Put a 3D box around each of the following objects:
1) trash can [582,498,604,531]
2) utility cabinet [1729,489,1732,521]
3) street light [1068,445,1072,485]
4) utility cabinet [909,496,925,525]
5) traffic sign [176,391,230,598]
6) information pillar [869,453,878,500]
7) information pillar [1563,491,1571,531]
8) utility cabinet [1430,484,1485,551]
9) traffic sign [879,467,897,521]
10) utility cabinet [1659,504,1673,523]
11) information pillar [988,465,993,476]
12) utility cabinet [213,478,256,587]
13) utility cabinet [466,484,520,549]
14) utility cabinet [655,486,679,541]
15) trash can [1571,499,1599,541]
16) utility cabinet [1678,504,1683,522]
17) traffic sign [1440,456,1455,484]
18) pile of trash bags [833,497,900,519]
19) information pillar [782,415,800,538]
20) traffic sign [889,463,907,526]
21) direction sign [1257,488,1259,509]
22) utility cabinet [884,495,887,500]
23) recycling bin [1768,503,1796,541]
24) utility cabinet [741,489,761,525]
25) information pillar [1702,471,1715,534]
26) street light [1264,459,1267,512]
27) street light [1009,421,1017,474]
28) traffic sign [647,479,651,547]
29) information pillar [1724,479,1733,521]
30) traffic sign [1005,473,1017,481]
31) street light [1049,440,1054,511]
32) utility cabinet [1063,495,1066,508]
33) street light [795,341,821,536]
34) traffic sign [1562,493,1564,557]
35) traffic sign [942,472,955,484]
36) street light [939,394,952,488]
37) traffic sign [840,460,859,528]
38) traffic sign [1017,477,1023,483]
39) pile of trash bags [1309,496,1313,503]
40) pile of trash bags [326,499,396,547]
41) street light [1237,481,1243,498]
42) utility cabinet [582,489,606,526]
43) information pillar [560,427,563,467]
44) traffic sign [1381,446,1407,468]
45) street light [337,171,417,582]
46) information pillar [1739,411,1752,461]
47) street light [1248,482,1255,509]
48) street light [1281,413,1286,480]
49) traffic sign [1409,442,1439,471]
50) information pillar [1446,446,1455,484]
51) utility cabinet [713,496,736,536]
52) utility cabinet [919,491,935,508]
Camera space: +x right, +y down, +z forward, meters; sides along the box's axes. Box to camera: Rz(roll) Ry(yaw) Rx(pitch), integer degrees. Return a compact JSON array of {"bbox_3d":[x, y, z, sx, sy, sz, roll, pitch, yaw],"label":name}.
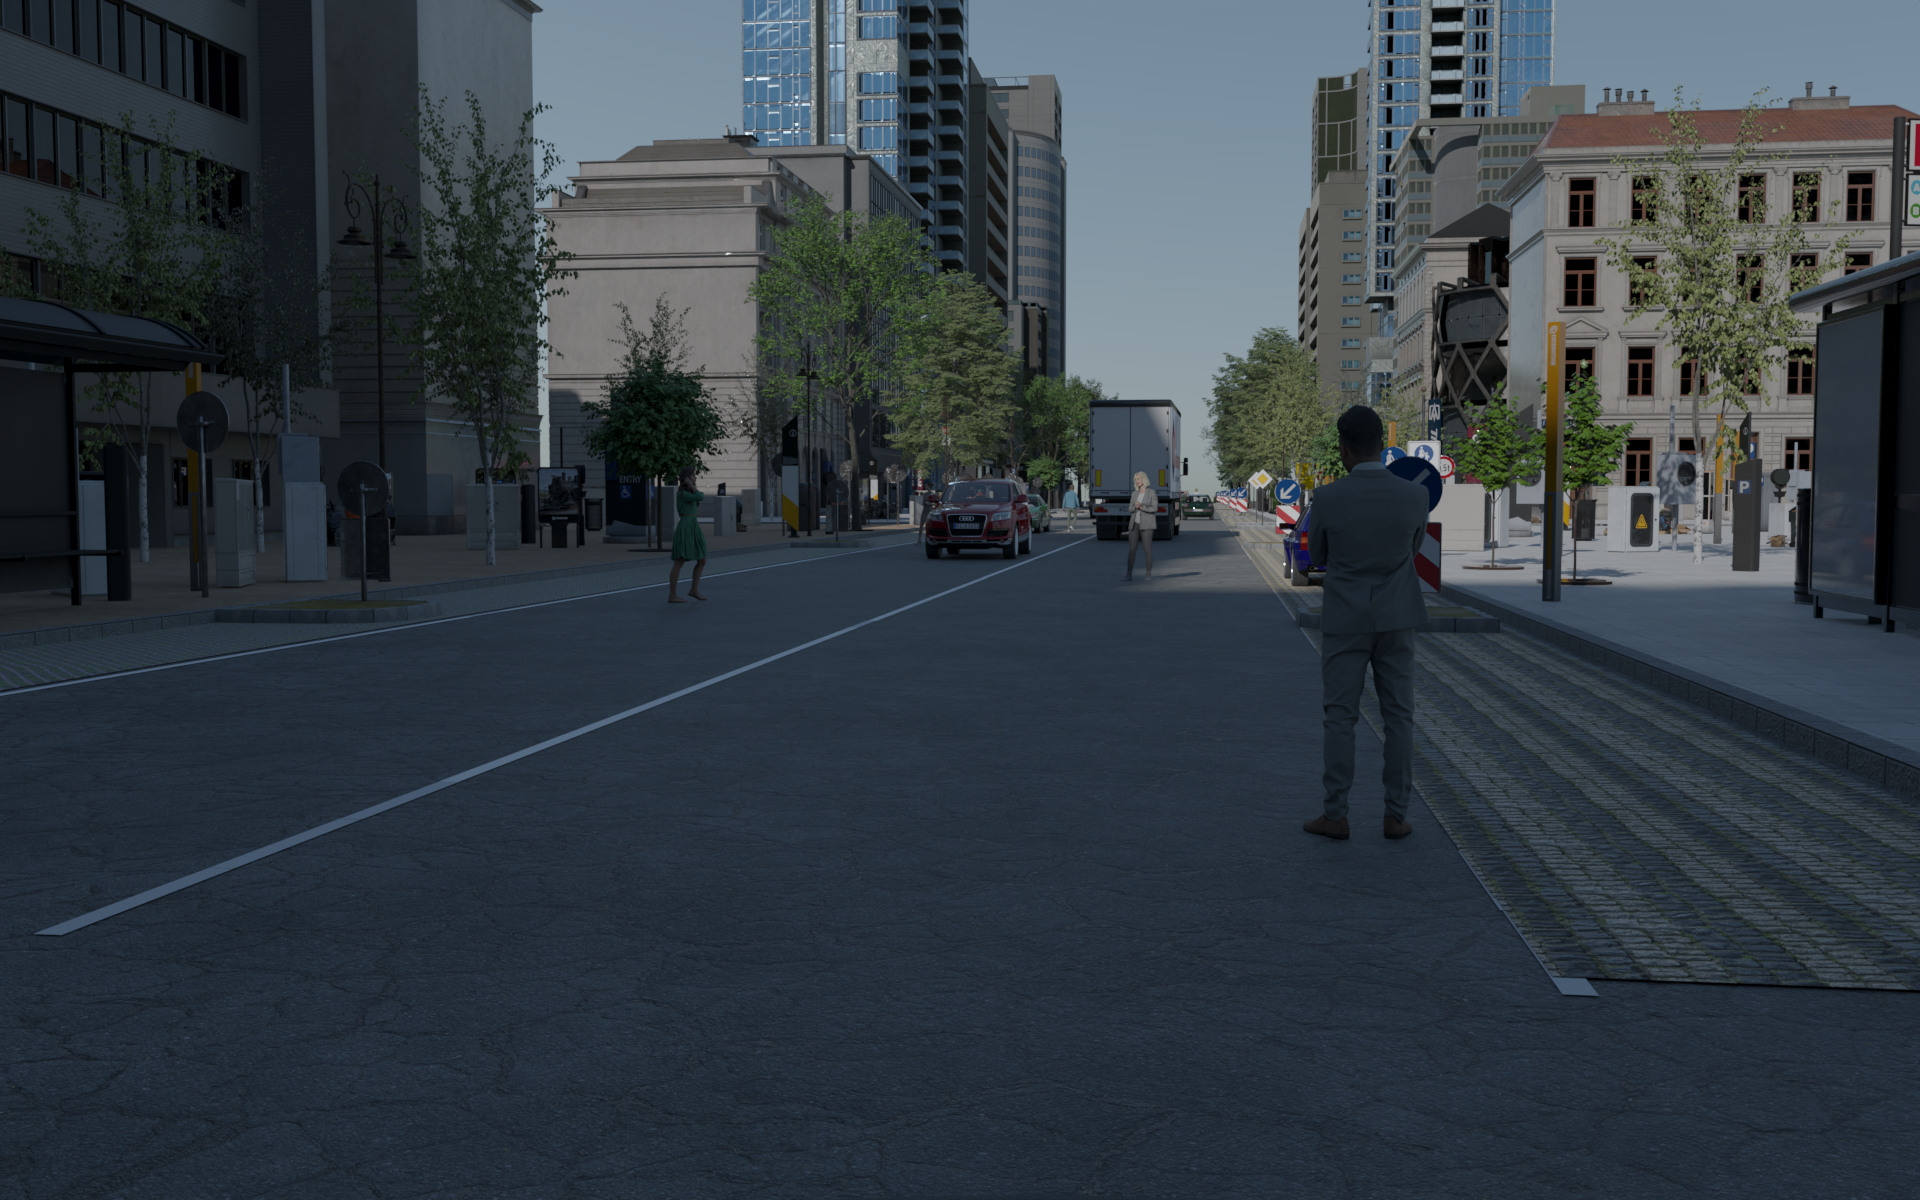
[{"bbox_3d":[-12.709,-2.962,60.090,0.748,1.137,0.748,0,3,0],"label":"trash can"},{"bbox_3d":[36.521,-4.444,81.339,0.318,1.500,1.173,3,5,43],"label":"utility cabinet"},{"bbox_3d":[9.970,-11.188,155.716,0.468,5.910,1.993,0,4,8],"label":"street light"},{"bbox_3d":[-1.664,-3.735,72.234,0.306,1.237,1.020,3,4,39],"label":"utility cabinet"},{"bbox_3d":[-9.368,-1.303,21.416,0.768,2.556,0.104,1,4,16],"label":"traffic sign"},{"bbox_3d":[-4.997,-6.634,99.819,0.504,3.616,0.183,0,4,5],"label":"information pillar"},{"bbox_3d":[21.141,-4.235,60.594,0.183,3.616,0.504,-2,4,-33],"label":"information pillar"},{"bbox_3d":[11.162,-1.848,38.891,1.173,1.500,0.318,1,4,18],"label":"utility cabinet"},{"bbox_3d":[-3.420,-5.011,81.936,0.884,2.594,0.081,1,4,11],"label":"traffic sign"},{"bbox_3d":[30.666,-4.058,75.035,0.318,1.500,1.173,3,5,44],"label":"utility cabinet"},{"bbox_3d":[2.318,-8.765,134.655,0.504,3.616,0.183,3,4,38],"label":"information pillar"},{"bbox_3d":[-10.062,-0.941,24.072,0.318,1.500,1.173,-1,4,-12],"label":"utility cabinet"},{"bbox_3d":[-10.739,-1.904,39.810,1.173,1.500,0.318,-1,4,-17],"label":"utility cabinet"},{"bbox_3d":[-8.193,-2.327,46.719,1.173,1.500,0.318,1,4,15],"label":"utility cabinet"},{"bbox_3d":[17.016,-2.178,47.260,0.748,1.137,0.748,0,3,0],"label":"trash can"},{"bbox_3d":[33.288,-4.272,81.010,1.020,1.237,0.306,-1,4,-10],"label":"utility cabinet"},{"bbox_3d":[16.057,-3.516,57.593,0.768,2.556,0.104,1,4,17],"label":"traffic sign"},{"bbox_3d":[-4.860,-4.765,87.664,3.447,1.369,1.912,-1,4,-23],"label":"pile of trash bags"},{"bbox_3d":[-4.972,-3.641,50.877,0.504,3.616,0.183,0,4,-6],"label":"information pillar"},{"bbox_3d":[-2.519,-4.294,70.315,0.768,2.556,0.104,1,4,11],"label":"traffic sign"},{"bbox_3d":[24.832,-9.310,144.210,0.876,3.537,0.379,-3,5,-41],"label":"direction sign"},{"bbox_3d":[-4.945,-6.409,115.947,0.306,1.237,1.020,0,4,-1],"label":"utility cabinet"},{"bbox_3d":[22.883,-2.160,47.869,0.722,1.027,0.722,-1,4,-13],"label":"recycling bin"},{"bbox_3d":[-8.503,-3.772,70.359,0.318,1.500,1.173,-2,4,-34],"label":"utility cabinet"},{"bbox_3d":[24.072,-3.139,55.808,0.304,2.012,0.304,-3,5,-43],"label":"information pillar"},{"bbox_3d":[21.930,-9.258,124.150,0.468,5.910,1.993,0,4,8],"label":"street light"},{"bbox_3d":[3.235,-8.250,107.682,0.468,5.910,1.993,0,4,8],"label":"street light"},{"bbox_3d":[-7.470,-2.538,41.602,0.768,2.556,0.104,1,4,17],"label":"traffic sign"},{"bbox_3d":[37.208,-4.849,83.777,0.304,2.012,0.304,-1,4,-14],"label":"information pillar"},{"bbox_3d":[3.075,-6.455,105.640,0.768,2.556,0.104,1,4,14],"label":"traffic sign"},{"bbox_3d":[7.042,-9.887,134.447,0.468,5.910,1.993,0,4,8],"label":"street light"},{"bbox_3d":[8.903,-8.755,154.305,1.020,1.237,0.306,0,4,-3],"label":"utility cabinet"},{"bbox_3d":[-4.588,-4.879,52.563,0.468,5.910,1.993,0,4,8],"label":"street light"},{"bbox_3d":[12.331,-2.164,35.484,0.768,2.556,0.104,1,4,15],"label":"traffic sign"},{"bbox_3d":[-0.659,-6.014,98.436,0.768,2.556,0.104,1,4,12],"label":"traffic sign"},{"bbox_3d":[-0.637,-6.565,80.119,0.468,5.910,1.993,0,4,8],"label":"street light"},{"bbox_3d":[-4.177,-3.986,65.278,0.768,2.556,0.104,1,4,13],"label":"traffic sign"},{"bbox_3d":[4.337,-7.895,129.186,0.768,2.556,0.104,1,4,12],"label":"traffic sign"},{"bbox_3d":[28.389,-7.893,138.805,1.912,1.369,3.447,2,4,33],"label":"pile of trash bags"},{"bbox_3d":[-14.903,-2.016,42.717,1.912,1.369,3.447,-1,4,-18],"label":"pile of trash bags"},{"bbox_3d":[36.480,-15.566,227.293,0.468,5.910,1.993,0,4,8],"label":"street light"},{"bbox_3d":[-14.523,-3.719,69.481,1.173,1.500,0.318,-1,4,-21],"label":"utility cabinet"},{"bbox_3d":[-13.934,-4.237,60.627,0.183,3.616,0.504,-1,4,-12],"label":"information pillar"},{"bbox_3d":[11.610,-2.835,46.455,0.768,2.556,0.104,1,4,14],"label":"traffic sign"},{"bbox_3d":[-8.423,-3.205,25.193,0.468,5.910,1.993,0,4,8],"label":"street light"},{"bbox_3d":[22.314,-3.542,49.268,0.183,3.616,0.504,0,4,-6],"label":"information pillar"},{"bbox_3d":[25.727,-10.930,151.492,0.468,5.910,1.993,0,4,8],"label":"street light"},{"bbox_3d":[18.179,-7.620,97.377,0.468,5.910,1.993,0,4,8],"label":"street light"},{"bbox_3d":[8.951,-1.917,33.480,0.606,2.300,0.079,1,4,12],"label":"traffic sign"},{"bbox_3d":[21.690,-5.214,76.605,0.183,3.616,0.504,-2,4,-24],"label":"information pillar"},{"bbox_3d":[-7.227,-2.578,53.314,0.306,1.237,1.020,1,4,18],"label":"utility cabinet"},{"bbox_3d":[-2.162,-6.137,109.020,1.173,1.500,0.318,-1,4,-10],"label":"utility cabinet"}]
